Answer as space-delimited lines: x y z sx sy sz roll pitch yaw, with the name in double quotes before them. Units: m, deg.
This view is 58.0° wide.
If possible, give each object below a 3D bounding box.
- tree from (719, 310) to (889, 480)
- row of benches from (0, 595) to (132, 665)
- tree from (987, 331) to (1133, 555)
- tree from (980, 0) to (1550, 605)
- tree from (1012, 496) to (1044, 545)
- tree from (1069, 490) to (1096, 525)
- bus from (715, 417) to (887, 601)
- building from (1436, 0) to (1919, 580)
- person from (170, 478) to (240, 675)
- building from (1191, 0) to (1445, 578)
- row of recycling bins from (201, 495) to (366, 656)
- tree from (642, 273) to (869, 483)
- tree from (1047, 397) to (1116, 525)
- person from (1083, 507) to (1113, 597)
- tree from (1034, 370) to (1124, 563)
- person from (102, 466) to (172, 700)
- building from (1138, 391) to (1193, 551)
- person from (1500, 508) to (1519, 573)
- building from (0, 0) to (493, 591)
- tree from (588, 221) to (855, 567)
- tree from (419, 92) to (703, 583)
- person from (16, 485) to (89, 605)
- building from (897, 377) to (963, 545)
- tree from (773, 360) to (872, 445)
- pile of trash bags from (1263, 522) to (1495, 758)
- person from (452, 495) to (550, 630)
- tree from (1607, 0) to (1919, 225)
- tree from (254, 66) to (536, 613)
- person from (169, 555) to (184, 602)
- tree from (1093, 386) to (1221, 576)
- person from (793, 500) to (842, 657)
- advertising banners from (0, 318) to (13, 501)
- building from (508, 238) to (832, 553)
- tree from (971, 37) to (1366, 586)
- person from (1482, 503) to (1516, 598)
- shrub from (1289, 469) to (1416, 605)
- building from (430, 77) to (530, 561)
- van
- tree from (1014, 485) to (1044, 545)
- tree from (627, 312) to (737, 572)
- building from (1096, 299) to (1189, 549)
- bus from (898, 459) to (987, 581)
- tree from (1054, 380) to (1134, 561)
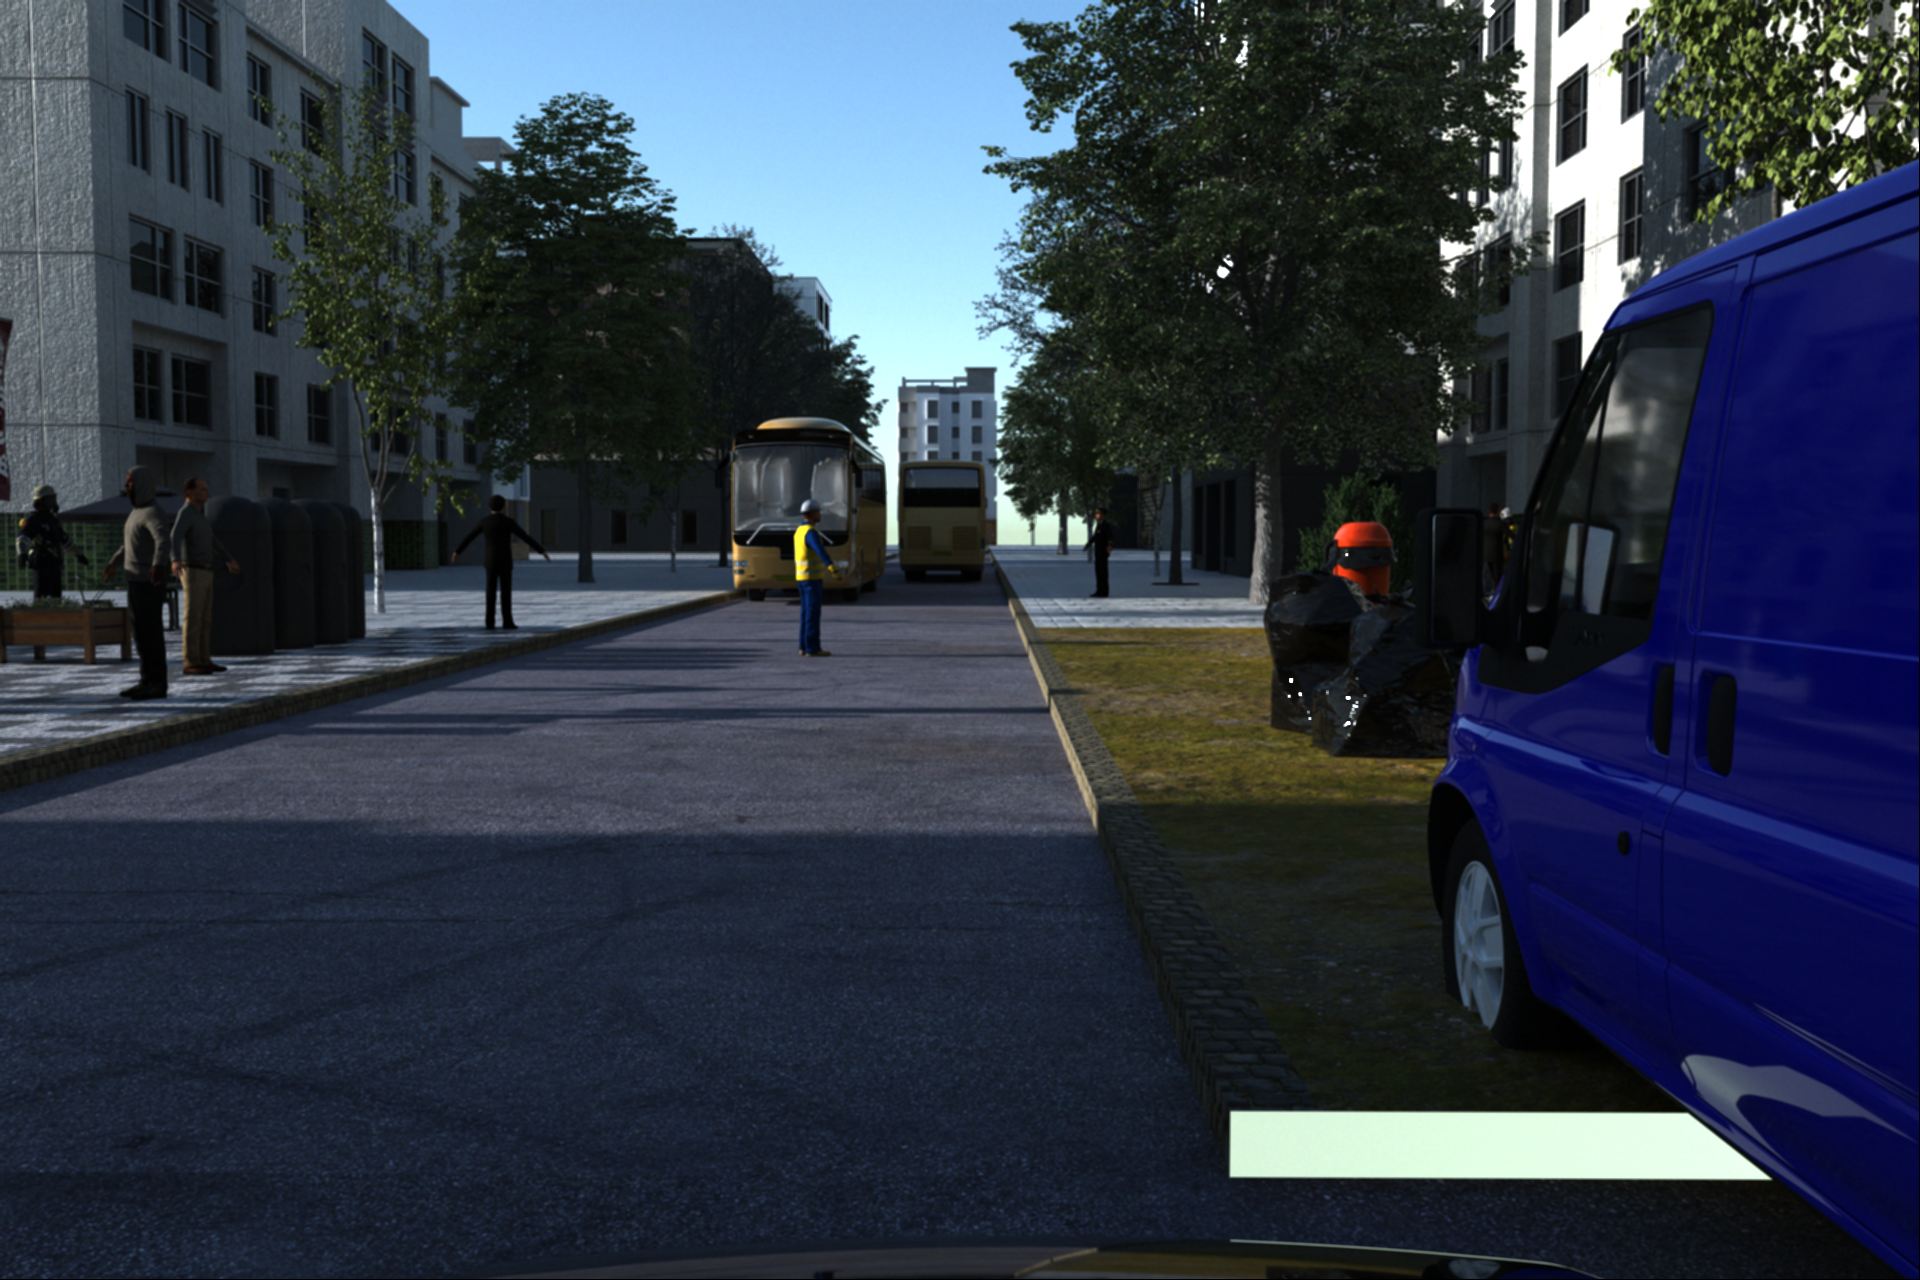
"tree" -8.701 -11.545 95.412 9.857 13.997 8.962 0 3 0
"row of benches" -10.467 -0.129 17.576 4.104 0.672 1.422 1 4 10
"tree" 6.138 -12.087 104.285 9.857 13.997 8.962 0 3 0
"tree" 5.542 -7.632 31.439 9.857 13.997 8.962 0 3 0
"tree" 8.584 -15.320 200.838 4.360 8.622 3.978 0 3 0
"tree" 16.980 -17.630 194.905 9.857 13.997 8.962 0 3 0
"bus" -3.302 -2.976 40.208 2.896 3.916 12.252 0 4 1
"building" 21.659 -10.198 33.192 16.747 18.905 31.486 0 4 1
"person" -6.986 -0.590 15.924 0.705 1.796 1.348 0 4 -2
"building" 22.479 -13.546 65.448 27.936 21.610 32.646 0 4 1
"row of recycling bins" -7.735 -0.782 19.902 1.069 1.692 3.534 0 4 1
"tree" -9.364 -10.430 80.894 12.009 13.543 11.850 0 3 0
"tree" 6.892 -8.586 90.741 4.360 8.622 3.978 0 3 0
"person" 2.852 -1.790 35.206 0.705 1.837 1.347 -1 4 -19
"tree" 5.599 -7.720 76.582 4.737 8.622 4.395 0 3 0
"person" -6.396 -0.453 13.537 0.705 1.813 1.348 -3 5 -41
"building" 24.433 -18.817 138.583 19.493 23.208 18.063 0 4 1
"person" 12.004 -1.979 38.118 1.354 1.858 0.705 -1 4 -14
"building" -27.405 -11.473 54.038 16.747 18.905 31.486 0 4 1
"tree" -9.122 -9.606 67.432 12.009 13.543 11.850 0 3 0
"tree" -10.246 -7.777 45.279 7.486 12.596 7.792 0 3 0
"person" -10.728 -0.894 20.391 0.705 1.856 1.354 0 4 2
"building" -6.912 -20.966 201.668 11.380 20.090 16.016 1 4 10
"tree" -8.783 -11.529 106.628 7.486 12.596 7.792 0 3 0
"pile of trash bags" 2.973 -0.110 11.556 1.912 1.369 3.447 0 4 0
"person" -6.188 -1.044 23.262 1.347 1.806 0.705 0 4 4
"tree" 6.265 -3.784 12.237 4.737 8.622 4.395 0 3 0
"tree" -9.262 -4.732 27.738 4.737 8.622 4.395 0 3 0
"person" -14.532 -1.436 32.740 0.991 1.433 0.599 0 4 4
"tree" 5.976 -6.236 52.317 4.360 8.622 3.978 0 3 0
"person" -1.723 -0.730 20.360 0.705 1.833 1.349 -2 4 -24
"advertising banners" -7.750 -1.042 13.218 0.090 3.025 2.074 0 4 0
"building" -25.362 -17.865 136.067 27.936 21.610 32.646 0 4 1
"tree" 5.473 -8.118 43.103 12.009 13.543 11.850 0 3 0
"person" 8.973 -1.399 29.094 0.704 1.802 1.346 -3 5 -42
"shrub" 4.552 -0.935 19.713 1.690 2.028 1.600 0 3 0
"building" -26.611 -13.258 73.186 16.016 20.090 11.380 0 4 1
"van" 2.256 0.099 2.771 2.240 2.365 5.245 0 4 0
"tree" 8.133 -15.026 196.044 4.737 8.622 4.395 0 3 0
"tree" -9.632 -6.600 58.269 4.737 8.622 4.395 0 3 0
"building" 26.787 -19.635 165.004 27.936 21.610 32.646 0 4 0
"bus" -0.496 -3.945 56.042 2.896 3.916 12.252 0 4 0
"tree" 6.356 -8.086 82.563 4.737 8.622 4.395 0 3 0
